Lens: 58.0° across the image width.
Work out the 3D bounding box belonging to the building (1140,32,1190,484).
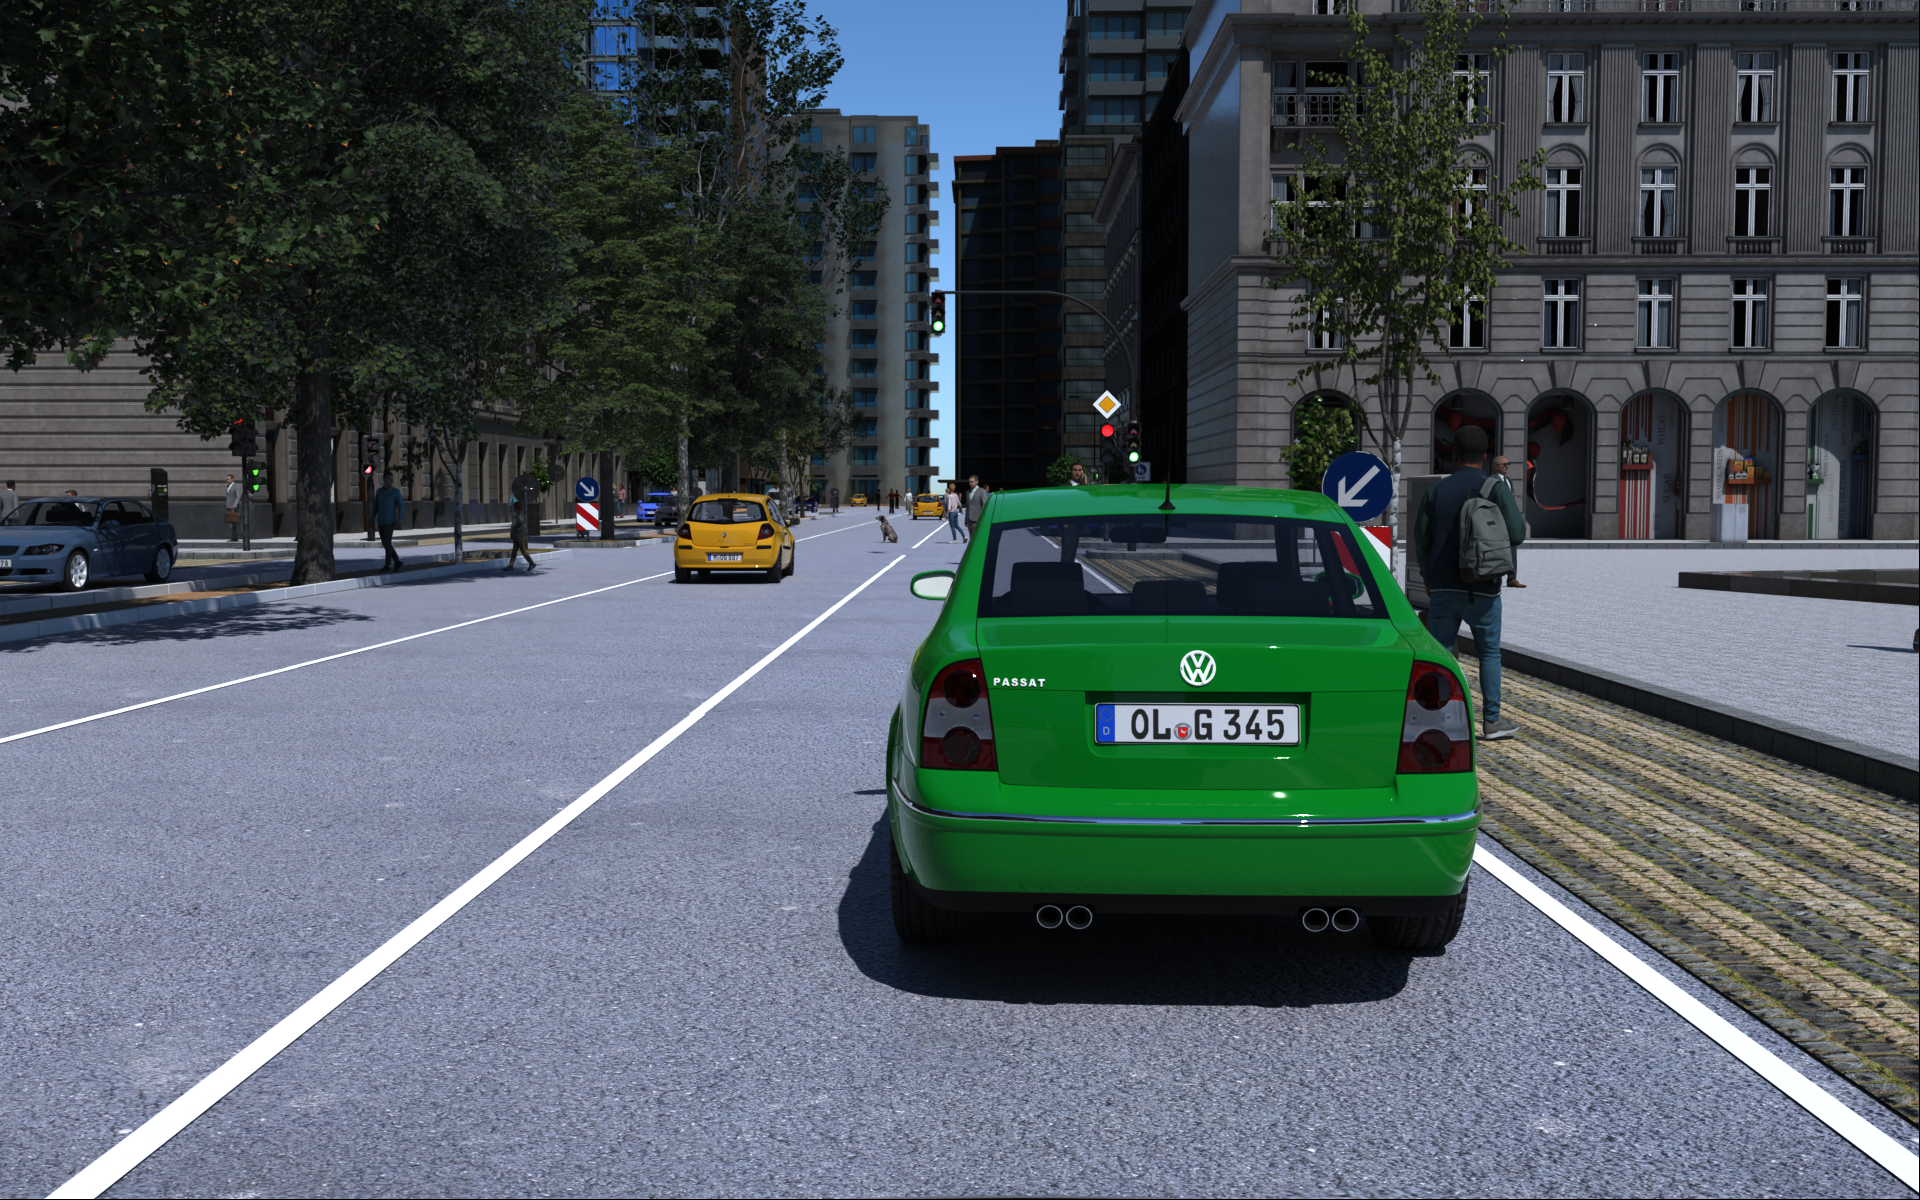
[{"bbox_3d":[14.520,-14.886,73.061,12.332,23.373,15.834,0,4,1],"label":"building"}]

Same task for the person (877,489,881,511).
[{"bbox_3d":[-6.903,-8.549,147.913,0.705,1.869,1.348,0,4,-2],"label":"person"}]

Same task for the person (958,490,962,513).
[{"bbox_3d":[-0.082,-7.478,131.480,0.721,1.736,1.217,0,4,4],"label":"person"}]

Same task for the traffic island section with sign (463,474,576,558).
[{"bbox_3d":[-10.023,-1.910,39.357,2.006,1.907,1.989,0,4,1],"label":"traffic island section with sign"}]

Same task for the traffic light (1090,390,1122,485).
[{"bbox_3d":[3.943,-3.540,46.798,0.839,4.253,0.868,0,4,1],"label":"traffic light"}]

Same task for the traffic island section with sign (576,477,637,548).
[{"bbox_3d":[-9.911,-2.363,46.764,2.006,1.907,1.989,0,4,1],"label":"traffic island section with sign"}]

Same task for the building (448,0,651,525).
[{"bbox_3d":[-27.980,-19.133,89.247,17.030,29.872,44.131,0,4,1],"label":"building"}]

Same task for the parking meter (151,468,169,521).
[{"bbox_3d":[-17.959,-2.029,38.888,0.255,1.863,0.399,-3,5,-43],"label":"parking meter"}]

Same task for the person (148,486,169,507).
[{"bbox_3d":[-21.985,-2.528,47.478,0.679,1.850,0.850,1,4,22],"label":"person"}]

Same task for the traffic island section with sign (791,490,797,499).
[{"bbox_3d":[-14.320,-8.589,149.051,1.989,1.847,2.006,0,4,1],"label":"traffic island section with sign"}]

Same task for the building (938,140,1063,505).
[{"bbox_3d":[11.903,-34.388,216.865,28.867,44.769,22.147,0,4,1],"label":"building"}]

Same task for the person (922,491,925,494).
[{"bbox_3d":[-3.985,-11.197,191.655,1.350,1.814,0.705,0,4,7],"label":"person"}]

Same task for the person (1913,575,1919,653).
[{"bbox_3d":[7.933,-0.170,13.833,0.505,1.210,0.382,1,4,13],"label":"person"}]

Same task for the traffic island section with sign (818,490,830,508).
[{"bbox_3d":[-13.944,-10.255,176.291,1.989,1.847,2.006,0,4,1],"label":"traffic island section with sign"}]

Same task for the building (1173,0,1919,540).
[{"bbox_3d":[19.289,-12.934,53.270,24.055,21.916,13.314,0,4,1],"label":"building"}]

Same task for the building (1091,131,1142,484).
[{"bbox_3d":[13.026,-15.324,101.450,10.553,20.767,40.483,0,4,1],"label":"building"}]

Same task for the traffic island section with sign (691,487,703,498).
[{"bbox_3d":[-15.015,-5.517,98.829,1.989,1.847,2.006,0,4,1],"label":"traffic island section with sign"}]

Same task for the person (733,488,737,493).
[{"bbox_3d":[-17.264,-7.650,131.904,0.721,1.735,1.217,0,4,5],"label":"person"}]

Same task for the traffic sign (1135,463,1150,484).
[{"bbox_3d":[5.758,-3.245,55.179,0.606,2.300,0.079,1,4,9],"label":"traffic sign"}]

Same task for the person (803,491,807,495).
[{"bbox_3d":[-13.894,-8.867,154.029,0.990,1.755,0.434,0,4,-3],"label":"person"}]

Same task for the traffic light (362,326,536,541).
[{"bbox_3d":[-13.924,-4.428,47.063,4.771,5.953,1.251,0,4,1],"label":"traffic light"}]

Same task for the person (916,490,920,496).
[{"bbox_3d":[-3.678,-8.922,154.386,0.705,1.822,1.348,0,4,-6],"label":"person"}]

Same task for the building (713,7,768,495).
[{"bbox_3d":[-25.612,-31.226,160.659,14.600,45.320,14.200,0,4,1],"label":"building"}]

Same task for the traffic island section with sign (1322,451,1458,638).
[{"bbox_3d":[3.573,-0.497,16.754,1.989,1.847,2.006,0,4,1],"label":"traffic island section with sign"}]

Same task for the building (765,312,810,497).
[{"bbox_3d":[-31.780,-20.742,184.168,28.899,21.520,27.650,0,4,1],"label":"building"}]

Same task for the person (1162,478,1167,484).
[{"bbox_3d":[6.266,-2.826,52.597,0.623,1.781,0.721,-2,4,-26],"label":"person"}]

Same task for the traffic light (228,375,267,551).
[{"bbox_3d":[-16.127,-3.067,39.073,0.839,4.253,0.868,0,4,1],"label":"traffic light"}]

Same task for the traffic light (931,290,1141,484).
[{"bbox_3d":[1.739,-3.916,38.701,4.771,5.953,1.251,0,4,1],"label":"traffic light"}]

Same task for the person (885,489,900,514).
[{"bbox_3d":[-4.976,-7.241,126.850,1.348,1.831,0.705,-3,4,-39],"label":"person"}]

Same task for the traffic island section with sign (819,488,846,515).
[{"bbox_3d":[-8.879,-6.958,121.895,2.006,1.907,1.989,0,4,1],"label":"traffic island section with sign"}]

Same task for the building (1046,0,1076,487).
[{"bbox_3d":[19.890,-45.683,185.167,20.563,71.187,20.611,0,4,1],"label":"building"}]

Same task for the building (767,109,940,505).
[{"bbox_3d":[-17.810,-36.600,218.012,30.456,49.044,23.786,0,4,1],"label":"building"}]

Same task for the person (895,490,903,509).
[{"bbox_3d":[-6.155,-9.862,169.698,1.348,1.831,0.705,3,4,38],"label":"person"}]

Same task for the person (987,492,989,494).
[{"bbox_3d":[2.107,-7.329,129.052,1.217,1.743,0.721,-1,4,-11],"label":"person"}]

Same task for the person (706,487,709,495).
[{"bbox_3d":[-17.071,-6.715,116.111,0.678,1.792,0.850,0,4,6],"label":"person"}]

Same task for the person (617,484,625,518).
[{"bbox_3d":[-18.056,-5.268,92.187,0.555,1.821,0.388,2,4,27],"label":"person"}]

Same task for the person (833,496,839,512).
[{"bbox_3d":[-9.519,-7.575,133.268,0.530,1.710,0.541,-1,4,-13],"label":"person"}]

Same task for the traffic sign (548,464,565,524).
[{"bbox_3d":[-17.346,-4.545,74.419,0.768,2.556,0.104,0,4,5],"label":"traffic sign"}]

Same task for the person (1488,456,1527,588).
[{"bbox_3d":[7.466,-1.068,23.687,0.661,1.801,0.590,-2,4,-33],"label":"person"}]

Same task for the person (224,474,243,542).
[{"bbox_3d":[-19.532,-2.468,46.520,0.709,1.813,0.853,2,4,28],"label":"person"}]

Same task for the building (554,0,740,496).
[{"bbox_3d":[-28.951,-50.360,136.062,22.319,86.520,31.000,0,4,1],"label":"building"}]

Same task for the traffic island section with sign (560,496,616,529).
[{"bbox_3d":[-15.387,-3.868,71.877,1.989,1.847,2.006,0,4,1],"label":"traffic island section with sign"}]

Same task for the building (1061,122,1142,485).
[{"bbox_3d":[15.096,-22.449,138.745,14.160,30.474,14.107,0,4,1],"label":"building"}]

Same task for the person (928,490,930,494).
[{"bbox_3d":[-3.292,-10.943,187.387,0.705,1.831,1.348,0,4,2],"label":"person"}]

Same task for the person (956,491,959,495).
[{"bbox_3d":[-0.440,-10.354,178.312,0.750,1.759,0.617,-1,4,-16],"label":"person"}]

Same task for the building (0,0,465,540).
[{"bbox_3d":[-24.529,-13.977,57.404,11.050,23.489,19.941,0,4,1],"label":"building"}]

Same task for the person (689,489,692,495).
[{"bbox_3d":[-18.986,-6.985,120.428,0.592,1.802,0.473,3,4,37],"label":"person"}]

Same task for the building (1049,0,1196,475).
[{"bbox_3d":[20.534,-33.073,160.346,23.786,49.044,30.456,0,4,1],"label":"building"}]

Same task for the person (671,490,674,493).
[{"bbox_3d":[-18.957,-6.646,114.722,0.555,1.821,0.388,-2,4,-29],"label":"person"}]
